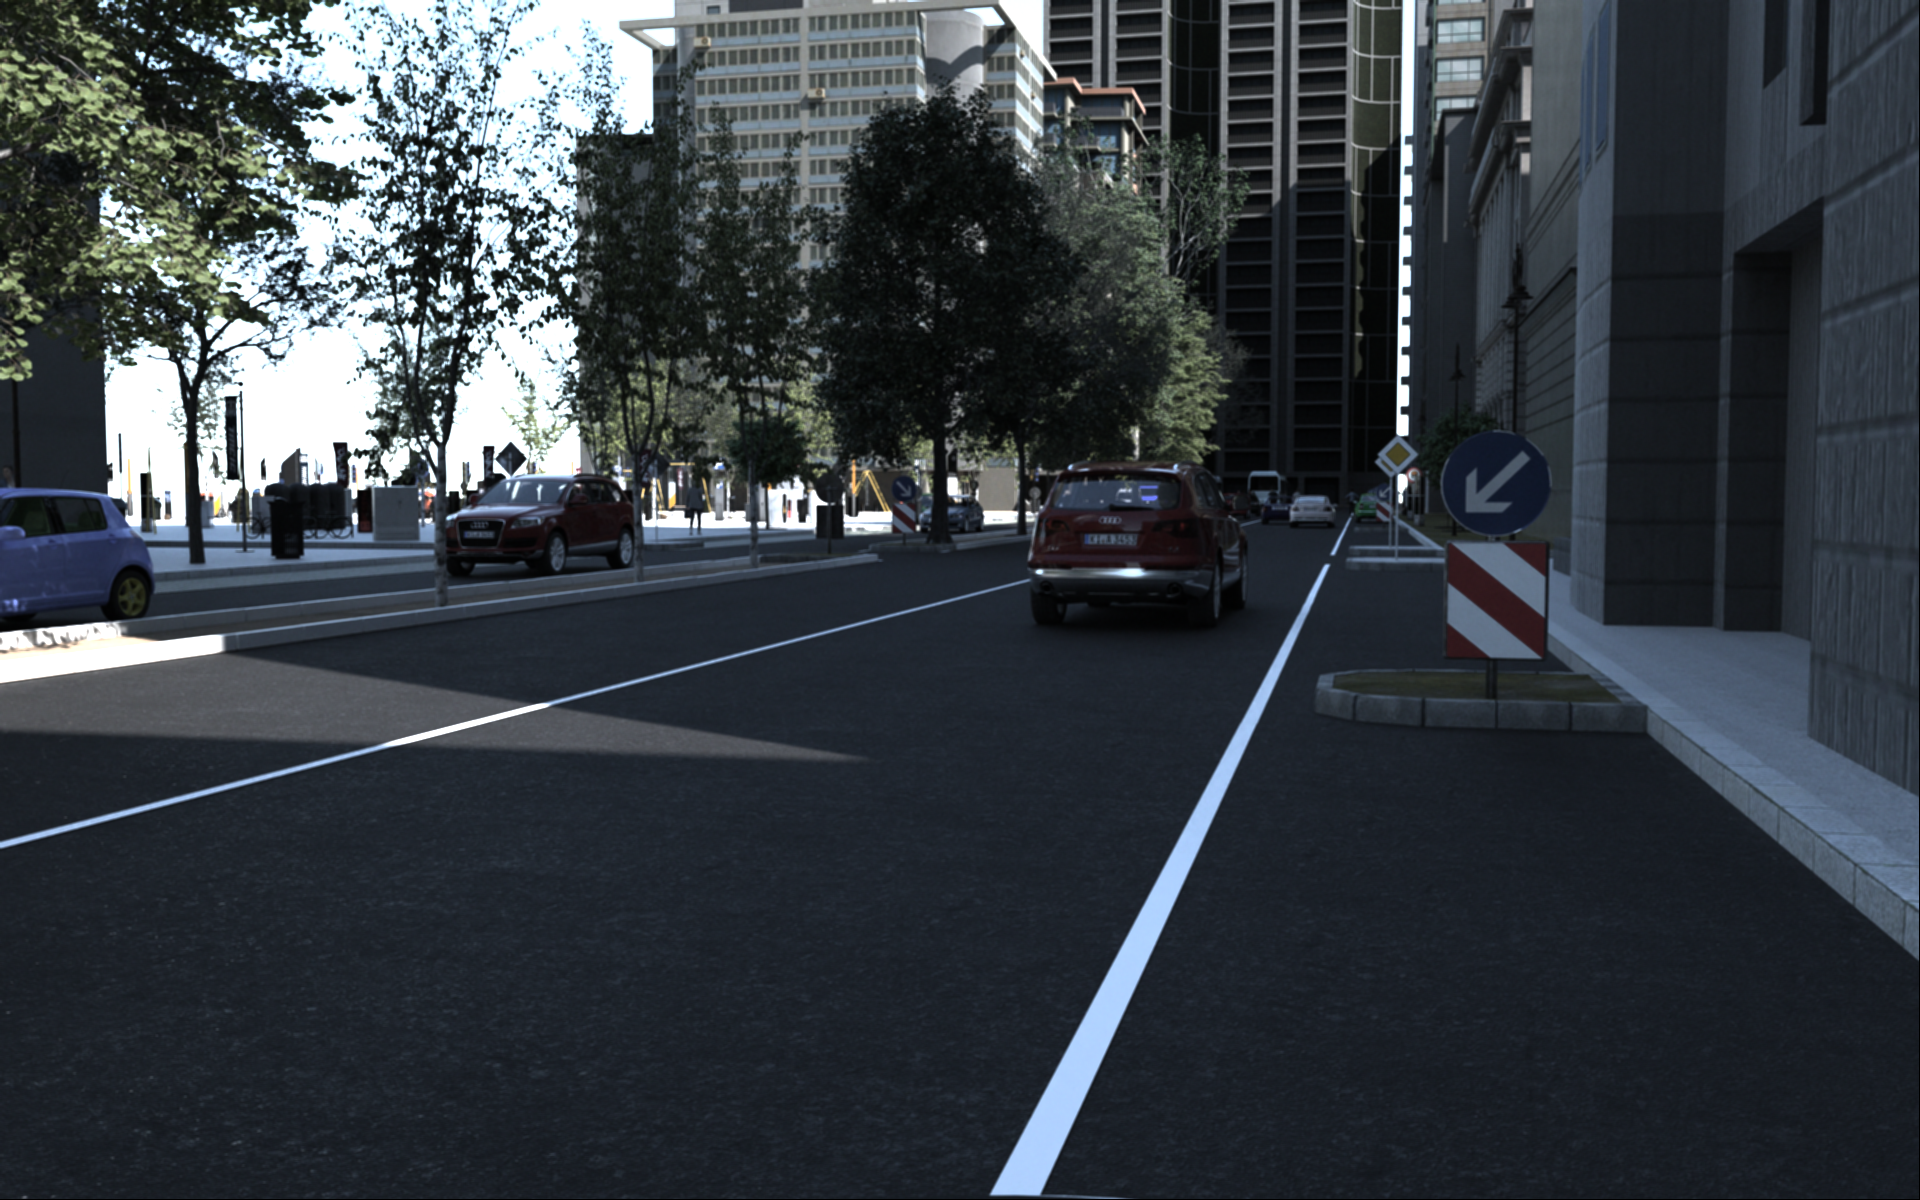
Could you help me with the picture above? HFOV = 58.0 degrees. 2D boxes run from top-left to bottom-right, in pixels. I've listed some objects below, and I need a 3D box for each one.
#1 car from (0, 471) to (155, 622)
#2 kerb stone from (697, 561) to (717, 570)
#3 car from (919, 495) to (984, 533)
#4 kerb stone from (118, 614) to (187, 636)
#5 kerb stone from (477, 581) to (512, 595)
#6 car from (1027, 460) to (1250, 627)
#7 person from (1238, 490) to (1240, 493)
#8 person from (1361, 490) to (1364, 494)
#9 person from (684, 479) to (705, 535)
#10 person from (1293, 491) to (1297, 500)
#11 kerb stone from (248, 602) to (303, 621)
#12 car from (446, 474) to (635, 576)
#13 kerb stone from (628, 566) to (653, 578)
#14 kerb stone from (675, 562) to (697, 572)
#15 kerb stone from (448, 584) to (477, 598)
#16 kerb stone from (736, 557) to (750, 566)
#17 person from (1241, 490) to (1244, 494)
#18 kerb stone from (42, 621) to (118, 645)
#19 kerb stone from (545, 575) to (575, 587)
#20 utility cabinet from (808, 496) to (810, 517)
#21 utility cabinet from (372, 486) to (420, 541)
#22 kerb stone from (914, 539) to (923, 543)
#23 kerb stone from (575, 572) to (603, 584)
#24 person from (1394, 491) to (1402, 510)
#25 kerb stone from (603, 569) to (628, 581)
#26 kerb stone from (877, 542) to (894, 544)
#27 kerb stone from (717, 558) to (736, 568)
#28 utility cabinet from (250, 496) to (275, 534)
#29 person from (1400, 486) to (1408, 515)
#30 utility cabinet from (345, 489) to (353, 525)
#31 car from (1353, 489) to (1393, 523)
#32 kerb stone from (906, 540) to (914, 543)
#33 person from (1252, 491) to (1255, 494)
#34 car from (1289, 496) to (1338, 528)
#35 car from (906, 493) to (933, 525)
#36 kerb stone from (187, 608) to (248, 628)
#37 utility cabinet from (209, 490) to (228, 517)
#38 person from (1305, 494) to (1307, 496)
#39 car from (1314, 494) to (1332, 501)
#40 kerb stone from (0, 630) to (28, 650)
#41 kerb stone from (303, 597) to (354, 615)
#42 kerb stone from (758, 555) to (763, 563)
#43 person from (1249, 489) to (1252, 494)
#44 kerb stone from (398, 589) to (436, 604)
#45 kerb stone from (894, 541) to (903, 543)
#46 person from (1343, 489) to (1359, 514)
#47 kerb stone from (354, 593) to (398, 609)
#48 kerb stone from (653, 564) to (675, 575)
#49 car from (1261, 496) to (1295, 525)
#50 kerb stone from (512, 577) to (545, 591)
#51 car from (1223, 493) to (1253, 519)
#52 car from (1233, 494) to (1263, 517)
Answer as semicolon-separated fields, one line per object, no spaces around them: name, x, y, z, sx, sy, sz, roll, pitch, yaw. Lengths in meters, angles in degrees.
car;-10.283;-0.522;18.130;1.945;1.707;3.694;1;4;14
kerb stone;-4.889;-0.650;32.825;0.120;0.150;1.000;1;4;13
car;-0.260;-3.260;65.305;2.014;1.417;4.499;1;4;13
kerb stone;-8.370;0.267;17.829;0.120;0.150;1.000;1;4;13
kerb stone;-6.755;-0.162;24.837;0.120;0.150;1.000;1;4;13
car;2.196;-0.716;20.374;2.281;1.827;5.304;1;4;15
person;21.337;-7.604;133.275;0.683;1.767;0.568;-2;4;-31
person;37.181;-9.237;159.654;0.705;1.807;1.348;-1;4;-12
person;-8.404;-2.951;54.470;0.709;1.800;0.728;1;4;9
person;31.076;-9.240;160.505;0.436;1.711;0.756;3;5;40
kerb stone;-7.906;0.146;19.842;0.120;0.150;1.000;1;4;13
car;-7.692;-1.430;32.054;2.281;1.827;5.304;1;4;11
kerb stone;-5.593;-0.466;29.832;0.120;0.150;1.000;1;4;13
kerb stone;-5.127;-0.589;31.829;0.120;0.150;1.000;1;4;13
kerb stone;-6.986;-0.100;23.838;0.120;0.150;1.000;1;4;13
kerb stone;-4.419;-0.772;34.840;0.120;0.150;1.000;1;4;13
person;27.952;-9.934;170.890;0.705;1.831;1.348;3;5;45
kerb stone;-8.607;0.329;16.828;0.120;0.150;1.000;1;4;13
kerb stone;-6.286;-0.284;26.831;0.120;0.150;1.000;1;4;13
utility cabinet;-8.403;-5.301;97.836;0.306;1.237;1.020;0;4;-1
utility cabinet;-15.282;-2.339;46.922;1.173;1.500;0.318;-2;4;-31
kerb stone;-1.284;-1.600;48.357;0.120;0.150;1.000;1;4;13
kerb stone;-6.049;-0.341;27.835;0.120;0.150;1.000;1;4;13
person;35.370;-8.207;140.196;1.348;1.831;0.705;1;4;17
kerb stone;-5.827;-0.403;28.833;0.120;0.150;1.000;1;4;13
kerb stone;-1.989;-1.416;45.349;0.120;0.150;1.000;1;4;13
kerb stone;-4.665;-0.696;33.835;0.120;0.150;1.000;1;4;13
utility cabinet;-22.633;-2.756;56.228;0.306;1.237;1.020;0;4;6
person;26.329;-5.829;102.098;0.760;1.731;0.466;-1;4;-22
utility cabinet;-25.175;-3.817;71.091;0.318;1.500;1.173;-2;4;-26
car;20.690;-4.765;86.696;1.959;1.807;4.718;1;4;11
kerb stone;-1.524;-1.539;47.360;0.120;0.150;1.000;1;4;13
person;23.744;-7.975;140.353;0.415;1.643;0.593;-2;4;-29
car;15.246;-3.823;74.863;2.083;1.381;4.827;1;4;13
car;-1.281;-3.997;74.146;1.959;1.807;4.718;1;4;15
kerb stone;-8.145;0.205;18.842;0.120;0.150;1.000;1;4;13
utility cabinet;-40.546;-5.260;94.686;1.173;1.500;0.318;2;4;28
person;28.806;-8.041;143.151;0.799;1.438;0.628;1;4;15
car;33.194;-9.155;159.463;2.009;1.686;4.222;1;4;12
kerb stone;-8.836;0.389;15.831;0.120;0.150;1.000;1;4;13
kerb stone;-7.668;0.083;20.844;0.120;0.150;1.000;1;4;13
kerb stone;-4.202;-0.834;35.838;0.120;0.150;1.000;1;4;13
person;21.858;-7.481;130.745;0.705;1.831;1.348;2;4;28
kerb stone;-7.219;-0.037;22.839;0.120;0.150;1.000;1;4;13
kerb stone;-1.746;-1.477;46.350;0.120;0.150;1.000;1;4;13
person;28.510;-7.183;125.933;1.348;1.826;0.705;0;4;2
kerb stone;-7.443;0.022;21.841;0.120;0.150;1.000;1;4;13
kerb stone;-5.363;-0.528;30.830;0.120;0.150;1.000;1;4;13
car;15.320;-4.287;82.672;1.945;1.354;3.894;1;4;12
kerb stone;-6.516;-0.215;25.836;0.120;0.150;1.000;1;4;13
car;15.736;-5.537;99.576;2.155;1.783;4.494;1;4;12
car;18.548;-6.249;111.965;2.009;1.686;4.222;1;4;12
